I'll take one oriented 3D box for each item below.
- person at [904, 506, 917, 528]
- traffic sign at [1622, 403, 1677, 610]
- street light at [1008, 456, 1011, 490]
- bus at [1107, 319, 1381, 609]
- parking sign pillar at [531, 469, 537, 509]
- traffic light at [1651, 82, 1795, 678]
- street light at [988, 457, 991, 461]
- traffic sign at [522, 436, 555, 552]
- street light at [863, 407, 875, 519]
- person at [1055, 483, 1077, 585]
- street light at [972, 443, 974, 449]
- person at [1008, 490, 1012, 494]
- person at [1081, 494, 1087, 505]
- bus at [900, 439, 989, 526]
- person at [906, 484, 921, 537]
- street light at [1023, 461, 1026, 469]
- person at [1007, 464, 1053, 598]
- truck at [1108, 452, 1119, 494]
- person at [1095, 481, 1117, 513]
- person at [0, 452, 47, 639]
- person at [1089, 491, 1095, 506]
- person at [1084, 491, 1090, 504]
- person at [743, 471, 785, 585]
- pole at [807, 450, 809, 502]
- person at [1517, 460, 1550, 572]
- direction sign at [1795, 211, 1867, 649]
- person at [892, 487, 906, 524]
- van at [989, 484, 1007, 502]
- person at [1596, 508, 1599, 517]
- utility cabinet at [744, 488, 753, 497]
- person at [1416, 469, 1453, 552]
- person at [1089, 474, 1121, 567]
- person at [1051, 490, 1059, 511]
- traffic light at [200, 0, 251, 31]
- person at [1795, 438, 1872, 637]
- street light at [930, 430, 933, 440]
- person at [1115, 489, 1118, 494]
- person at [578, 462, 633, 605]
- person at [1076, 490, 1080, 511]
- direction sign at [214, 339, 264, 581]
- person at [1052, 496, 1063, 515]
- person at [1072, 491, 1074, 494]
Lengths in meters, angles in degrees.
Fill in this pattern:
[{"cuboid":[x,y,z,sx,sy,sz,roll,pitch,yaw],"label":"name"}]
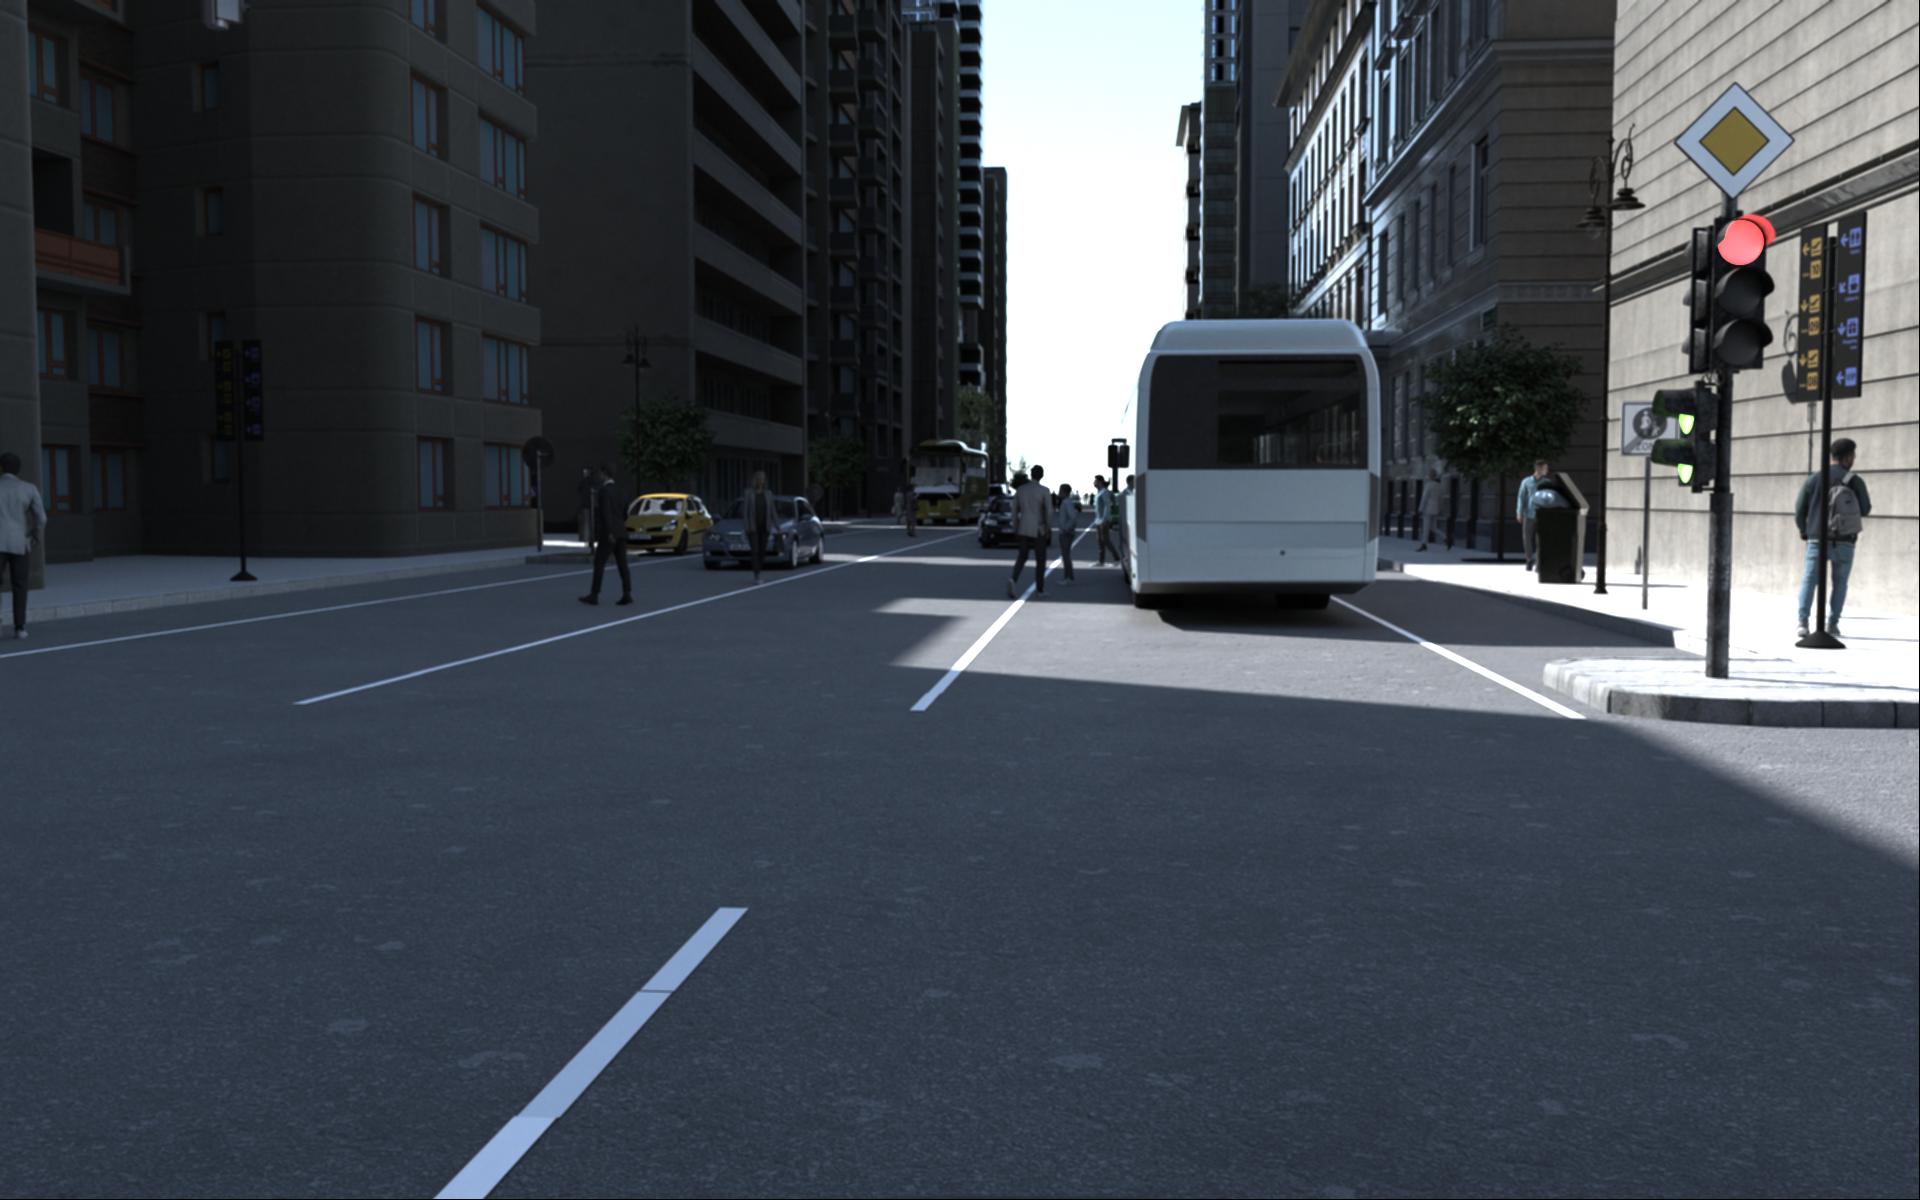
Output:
[{"cuboid":[-2.087,-3.711,73.417,0.590,1.304,0.306,2,4,24],"label":"person"},{"cuboid":[7.604,-1.042,19.167,0.606,2.300,0.079,1,4,9],"label":"traffic sign"},{"cuboid":[5.880,-14.225,205.371,0.468,5.910,1.993,0,4,5],"label":"street light"},{"cuboid":[3.641,-1.836,24.872,2.948,3.499,13.247,0,4,4],"label":"bus"},{"cuboid":[-13.460,-3.913,52.452,1.447,3.967,1.447,2,4,29],"label":"parking sign pillar"},{"cuboid":[5.278,-1.412,12.006,0.839,4.253,0.868,0,4,5],"label":"traffic light"},{"cuboid":[2.880,-12.273,173.457,0.468,5.910,1.993,0,4,5],"label":"street light"},{"cuboid":[-9.327,-2.338,38.333,0.768,2.556,0.104,1,4,10],"label":"traffic sign"},{"cuboid":[-4.746,-7.192,90.369,0.468,5.910,1.993,0,4,5],"label":"street light"},{"cuboid":[1.676,-1.044,27.384,0.330,1.601,0.589,0,4,3],"label":"person"},{"cuboid":[1.167,-11.078,153.912,0.468,5.910,1.993,0,4,5],"label":"street light"},{"cuboid":[3.462,-6.960,123.024,1.217,1.743,0.721,-3,4,-38],"label":"person"},{"cuboid":[16.857,-13.699,235.700,0.991,1.433,0.599,0,4,-5],"label":"person"},{"cuboid":[-0.485,-5.504,81.542,2.896,3.916,12.252,0,4,7],"label":"bus"},{"cuboid":[-1.530,-3.006,57.999,0.532,1.782,0.716,-1,4,-12],"label":"person"},{"cuboid":[8.857,-16.155,236.927,0.468,5.910,1.993,0,4,5],"label":"street light"},{"cuboid":[0.975,-0.948,23.842,0.661,1.843,0.795,2,4,32],"label":"person"},{"cuboid":[11.960,-8.124,121.746,2.839,4.237,11.283,0,4,3],"label":"truck"},{"cuboid":[4.517,-2.766,53.564,0.661,1.843,0.795,0,4,-7],"label":"person"},{"cuboid":[-9.341,-0.531,17.021,0.661,1.843,0.795,-2,4,-27],"label":"person"},{"cuboid":[16.503,-12.743,216.806,1.348,1.831,0.705,-3,5,-43],"label":"person"},{"cuboid":[17.695,-14.296,242.256,1.348,1.821,0.705,-1,4,-17],"label":"person"},{"cuboid":[-3.144,-1.163,27.695,0.709,1.800,0.728,-1,4,-22],"label":"person"},{"cuboid":[-7.170,-5.324,80.884,0.158,3.312,0.155,0,3,0],"label":"pole"},{"cuboid":[9.534,-1.385,28.556,0.638,1.841,0.748,2,4,25],"label":"person"},{"cuboid":[7.202,-1.370,14.396,0.379,3.537,0.876,0,4,-5],"label":"direction sign"},{"cuboid":[-2.907,-4.456,81.704,0.694,1.780,0.624,2,4,30],"label":"person"},{"cuboid":[1.853,-6.286,107.165,2.240,2.365,5.245,0,4,6],"label":"van"},{"cuboid":[13.558,-1.824,35.962,0.616,1.811,0.778,2,4,34],"label":"person"},{"cuboid":[-7.415,-3.224,61.391,0.318,1.500,1.173,0,4,4],"label":"utility cabinet"},{"cuboid":[10.543,-1.992,38.493,0.818,1.842,0.514,2,4,33],"label":"person"},{"cuboid":[2.878,-1.565,34.108,0.620,1.820,0.660,-1,4,-13],"label":"person"},{"cuboid":[7.748,-8.206,142.806,1.348,1.807,0.705,-1,4,-21],"label":"person"},{"cuboid":[-7.829,-2.359,13.239,4.771,5.953,1.251,0,4,5],"label":"traffic light"},{"cuboid":[7.821,-0.560,15.539,0.623,1.781,0.721,2,4,29],"label":"person"},{"cuboid":[-1.982,-9.123,121.944,0.468,5.910,1.993,0,4,5],"label":"street light"},{"cuboid":[10.414,-6.398,113.796,0.721,1.739,1.217,-1,4,-18],"label":"person"},{"cuboid":[-4.574,-0.863,22.395,0.755,1.850,0.659,2,4,26],"label":"person"},{"cuboid":[10.172,-8.700,150.745,0.705,1.824,1.348,-2,4,-26],"label":"person"},{"cuboid":[-10.633,-2.056,25.607,0.876,3.537,0.379,1,4,22],"label":"direction sign"},{"cuboid":[6.858,-6.557,118.966,1.065,1.426,0.557,-1,4,-21],"label":"person"},{"cuboid":[12.044,-10.624,182.990,0.721,1.735,1.217,-2,4,-25],"label":"person"}]
